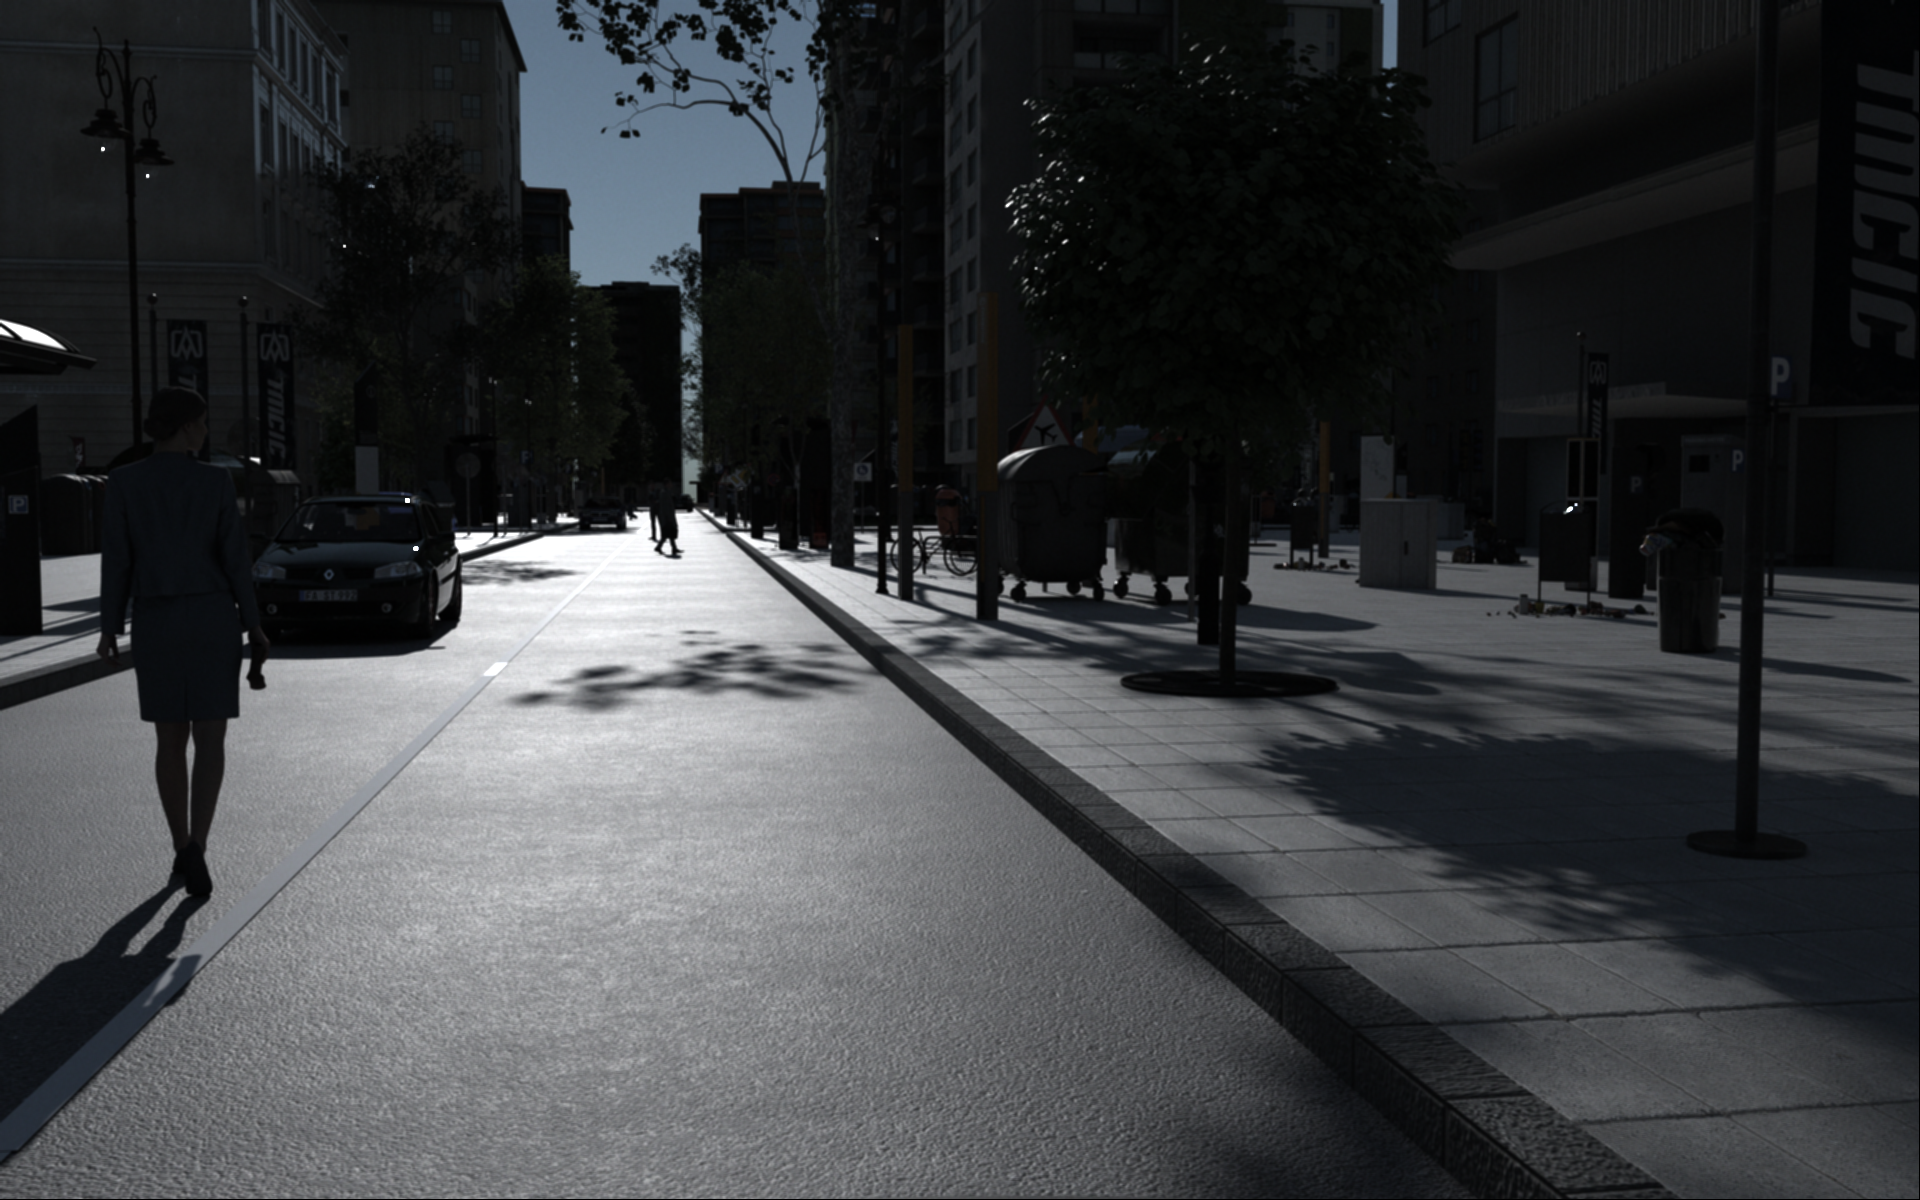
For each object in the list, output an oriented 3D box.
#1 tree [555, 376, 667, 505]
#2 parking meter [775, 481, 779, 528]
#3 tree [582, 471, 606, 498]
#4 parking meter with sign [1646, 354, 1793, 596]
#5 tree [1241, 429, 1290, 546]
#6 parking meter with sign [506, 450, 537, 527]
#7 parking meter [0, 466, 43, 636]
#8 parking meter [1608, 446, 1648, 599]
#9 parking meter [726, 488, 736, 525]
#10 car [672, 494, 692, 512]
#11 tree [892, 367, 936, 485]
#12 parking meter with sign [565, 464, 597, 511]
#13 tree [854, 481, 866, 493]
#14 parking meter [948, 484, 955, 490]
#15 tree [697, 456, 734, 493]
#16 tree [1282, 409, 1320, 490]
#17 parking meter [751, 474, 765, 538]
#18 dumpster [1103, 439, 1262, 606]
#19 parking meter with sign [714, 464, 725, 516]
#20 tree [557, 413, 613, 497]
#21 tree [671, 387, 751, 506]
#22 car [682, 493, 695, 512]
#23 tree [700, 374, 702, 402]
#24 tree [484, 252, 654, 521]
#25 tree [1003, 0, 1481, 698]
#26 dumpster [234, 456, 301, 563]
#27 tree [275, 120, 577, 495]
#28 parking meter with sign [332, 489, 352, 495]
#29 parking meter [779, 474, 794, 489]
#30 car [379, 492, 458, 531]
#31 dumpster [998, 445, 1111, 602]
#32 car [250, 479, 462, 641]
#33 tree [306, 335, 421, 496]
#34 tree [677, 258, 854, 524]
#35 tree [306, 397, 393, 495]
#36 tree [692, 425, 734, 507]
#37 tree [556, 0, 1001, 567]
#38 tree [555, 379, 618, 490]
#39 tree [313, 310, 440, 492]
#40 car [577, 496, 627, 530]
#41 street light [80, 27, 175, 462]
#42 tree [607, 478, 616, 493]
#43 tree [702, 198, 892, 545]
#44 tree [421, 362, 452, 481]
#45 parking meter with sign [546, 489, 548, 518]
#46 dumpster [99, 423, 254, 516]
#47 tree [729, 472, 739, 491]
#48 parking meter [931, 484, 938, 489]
[{"bbox_3d":[-32.553,-14.918,160.922,9.611,12.733,9.660,0,3,0],"label":"tree"},{"bbox_3d":[-6.797,-3.666,65.651,0.399,1.863,0.255,-1,4,-19],"label":"parking meter"},{"bbox_3d":[-28.026,-8.294,130.203,1.663,3.219,1.824,0,3,0],"label":"tree"},{"bbox_3d":[9.763,-1.601,22.436,0.543,3.016,1.738,-2,4,-34],"label":"parking meter with sign"},{"bbox_3d":[7.462,-2.950,42.830,1.663,3.219,1.824,0,3,0],"label":"tree"},{"bbox_3d":[-17.295,-4.390,68.035,0.543,3.016,1.738,0,4,6],"label":"parking meter with sign"},{"bbox_3d":[-8.589,-0.450,15.772,0.372,1.533,0.369,0,3,0],"label":"parking meter"},{"bbox_3d":[8.223,-0.954,21.313,0.399,1.863,0.255,-2,4,-23],"label":"parking meter"},{"bbox_3d":[-9.587,-3.921,72.515,0.372,1.533,0.369,0,3,0],"label":"parking meter"},{"bbox_3d":[-22.069,-7.732,136.197,2.009,1.686,4.222,-1,4,-10],"label":"car"},{"bbox_3d":[-3.451,-8.537,89.936,4.737,8.622,4.395,0,3,0],"label":"tree"},{"bbox_3d":[-22.309,-6.462,101.915,0.543,3.016,1.738,3,5,43],"label":"parking meter with sign"},{"bbox_3d":[-6.315,-6.588,102.307,1.663,3.219,1.824,0,3,0],"label":"tree"},{"bbox_3d":[-0.536,-5.903,102.218,0.255,1.863,0.399,-3,5,-44],"label":"parking meter"},{"bbox_3d":[-20.751,-10.114,149.076,4.285,4.588,4.351,0,3,0],"label":"tree"},{"bbox_3d":[17.218,-8.653,91.835,4.360,8.622,3.978,0,3,0],"label":"tree"},{"bbox_3d":[-5.878,-2.730,50.352,0.399,1.863,0.255,0,4,-4],"label":"parking meter"},{"bbox_3d":[2.607,-1.110,20.637,1.502,2.255,1.985,-1,4,-9],"label":"dumpster"},{"bbox_3d":[-14.062,-6.452,101.752,0.543,3.016,1.738,0,4,-2],"label":"parking meter with sign"},{"bbox_3d":[-25.904,-10.402,120.438,4.737,8.622,4.395,0,3,0],"label":"tree"},{"bbox_3d":[-27.529,-17.250,192.402,12.009,13.543,11.850,0,3,0],"label":"tree"},{"bbox_3d":[-22.853,-8.129,142.702,2.009,1.686,4.222,-1,4,-9],"label":"car"},{"bbox_3d":[-11.123,-8.360,87.054,4.737,8.622,4.395,0,3,0],"label":"tree"},{"bbox_3d":[-19.046,-10.021,81.970,7.486,12.596,7.792,0,3,0],"label":"tree"},{"bbox_3d":[1.755,-1.694,11.410,4.285,4.588,4.351,0,3,0],"label":"tree"},{"bbox_3d":[-11.201,-1.314,27.242,1.264,1.857,1.865,-1,4,-9],"label":"dumpster"},{"bbox_3d":[-13.099,-6.613,42.541,8.767,10.594,7.601,1,4,16],"label":"tree"},{"bbox_3d":[-24.503,-4.425,68.616,1.738,3.016,0.543,-3,5,-40],"label":"parking meter with sign"},{"bbox_3d":[-4.879,-2.671,49.374,0.399,1.863,0.255,-1,4,-13],"label":"parking meter"},{"bbox_3d":[-19.086,-3.032,59.164,3.694,1.707,1.945,-1,4,-10],"label":"car"},{"bbox_3d":[1.085,-0.949,21.279,1.264,1.857,1.865,-1,4,-9],"label":"dumpster"},{"bbox_3d":[-6.299,-0.518,18.256,2.009,1.686,4.222,-1,4,-10],"label":"car"},{"bbox_3d":[-27.217,-7.852,78.743,4.360,8.622,3.978,0,3,0],"label":"tree"},{"bbox_3d":[-8.464,-9.169,75.668,9.928,11.665,9.643,0,3,0],"label":"tree"},{"bbox_3d":[-12.391,-2.442,34.535,1.663,3.219,1.824,0,3,0],"label":"tree"},{"bbox_3d":[-25.388,-13.797,175.948,4.360,8.622,3.978,0,3,0],"label":"tree"},{"bbox_3d":[-1.461,-10.745,31.570,12.611,20.169,13.585,0,3,0],"label":"tree"},{"bbox_3d":[-23.323,-9.533,106.229,4.360,8.622,3.978,0,3,0],"label":"tree"},{"bbox_3d":[-21.843,-6.989,64.634,4.737,8.622,4.395,0,3,0],"label":"tree"},{"bbox_3d":[-14.480,-3.527,70.244,1.945,1.354,3.894,0,4,-8],"label":"car"},{"bbox_3d":[-8.471,-2.752,17.779,0.468,5.910,1.993,-1,4,-9],"label":"street light"},{"bbox_3d":[-36.065,-11.369,180.485,1.663,3.219,1.824,0,3,0],"label":"tree"},{"bbox_3d":[-4.202,-5.707,43.667,4.737,8.622,4.395,0,3,0],"label":"tree"},{"bbox_3d":[-28.566,-8.578,90.610,4.360,8.622,3.978,0,3,0],"label":"tree"},{"bbox_3d":[-23.419,-6.018,94.663,1.738,3.016,0.543,0,4,-2],"label":"parking meter with sign"},{"bbox_3d":[-10.516,-1.272,23.298,1.502,2.255,1.985,-1,4,-9],"label":"dumpster"},{"bbox_3d":[-17.740,-8.428,132.394,1.663,3.219,1.824,0,3,0],"label":"tree"},{"bbox_3d":[-1.438,-5.608,97.401,0.255,1.863,0.399,-2,4,-32],"label":"parking meter"}]
